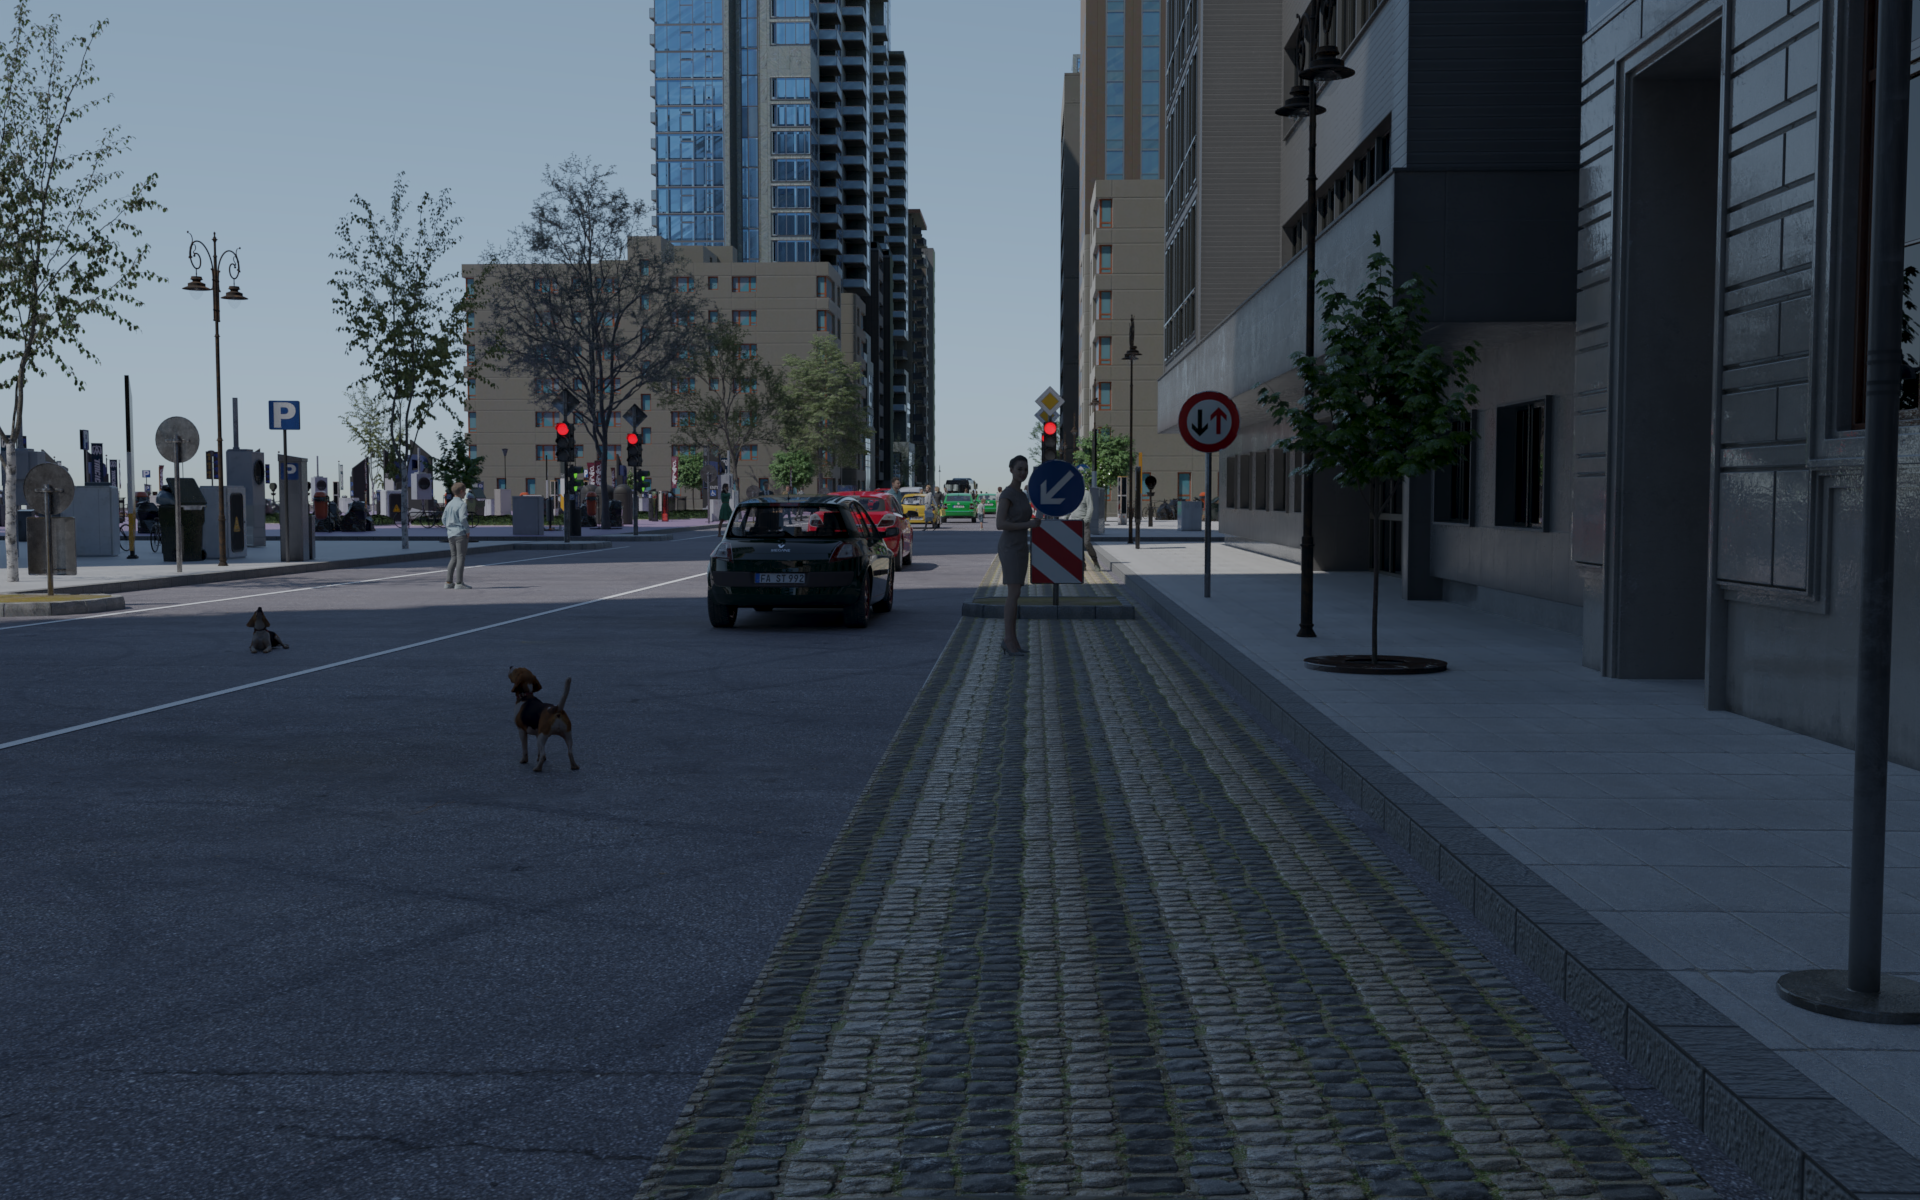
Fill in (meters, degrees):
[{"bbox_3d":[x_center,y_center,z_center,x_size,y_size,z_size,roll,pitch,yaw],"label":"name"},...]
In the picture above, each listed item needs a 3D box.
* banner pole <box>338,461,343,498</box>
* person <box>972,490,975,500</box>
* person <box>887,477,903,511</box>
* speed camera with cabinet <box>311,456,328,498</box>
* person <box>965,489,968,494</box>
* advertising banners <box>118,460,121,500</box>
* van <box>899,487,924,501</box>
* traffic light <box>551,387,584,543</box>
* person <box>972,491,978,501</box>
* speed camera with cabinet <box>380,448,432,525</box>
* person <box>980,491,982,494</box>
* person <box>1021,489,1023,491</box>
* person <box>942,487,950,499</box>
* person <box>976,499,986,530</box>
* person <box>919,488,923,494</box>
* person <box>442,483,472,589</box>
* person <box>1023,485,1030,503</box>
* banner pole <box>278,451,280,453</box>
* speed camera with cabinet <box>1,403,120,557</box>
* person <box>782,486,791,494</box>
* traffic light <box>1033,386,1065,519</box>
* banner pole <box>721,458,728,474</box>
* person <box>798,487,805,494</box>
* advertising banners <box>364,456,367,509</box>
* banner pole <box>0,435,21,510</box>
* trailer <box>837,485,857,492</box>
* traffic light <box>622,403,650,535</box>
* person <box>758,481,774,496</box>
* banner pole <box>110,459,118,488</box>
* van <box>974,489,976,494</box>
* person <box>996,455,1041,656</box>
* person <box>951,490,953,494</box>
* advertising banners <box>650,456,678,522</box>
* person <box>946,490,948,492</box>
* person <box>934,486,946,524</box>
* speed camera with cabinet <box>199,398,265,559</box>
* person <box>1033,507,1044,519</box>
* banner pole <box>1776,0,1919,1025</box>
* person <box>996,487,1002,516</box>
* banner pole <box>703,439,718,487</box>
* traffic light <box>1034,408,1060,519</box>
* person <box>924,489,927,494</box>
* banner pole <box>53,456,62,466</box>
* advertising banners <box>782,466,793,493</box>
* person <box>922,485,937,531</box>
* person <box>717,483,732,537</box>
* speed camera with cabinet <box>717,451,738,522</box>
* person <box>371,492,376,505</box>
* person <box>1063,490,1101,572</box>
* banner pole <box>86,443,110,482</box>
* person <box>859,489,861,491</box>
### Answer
[{"bbox_3d":[-46.289,-8.530,129.484,0.863,3.779,0.401,3,5,44],"label":"banner pole"},{"bbox_3d":[1.291,-9.405,162.279,0.705,1.823,1.348,-1,4,-13],"label":"person"},{"bbox_3d":[-1.567,-1.927,40.021,0.620,1.820,0.660,2,4,27],"label":"person"},{"bbox_3d":[-33.625,-5.795,89.076,2.038,3.252,0.660,-3,5,-42],"label":"speed camera with cabinet"},{"bbox_3d":[0.467,-6.434,113.977,0.520,1.790,0.573,2,4,32],"label":"person"},{"bbox_3d":[-42.402,-5.567,87.207,0.090,3.025,2.074,-1,4,-17],"label":"advertising banners"},{"bbox_3d":[-2.920,-5.747,100.969,2.013,2.044,4.112,0,4,3],"label":"van"},{"bbox_3d":[-10.375,-3.472,45.685,0.839,4.253,0.868,0,4,2],"label":"traffic light"},{"bbox_3d":[1.387,-8.791,152.955,0.721,1.735,1.217,-3,5,-43],"label":"person"},{"bbox_3d":[-23.465,-4.834,73.367,2.038,3.252,0.660,-3,5,-42],"label":"speed camera with cabinet"},{"bbox_3d":[1.938,-9.539,165.175,0.721,1.736,1.217,-1,4,-21],"label":"person"},{"bbox_3d":[4.497,-7.294,127.734,0.794,1.824,0.713,-1,4,-23],"label":"person"},{"bbox_3d":[-0.864,-6.123,108.381,0.659,1.850,0.755,1,4,19],"label":"person"},{"bbox_3d":[0.844,-3.402,68.800,0.352,1.250,0.332,-1,4,-18],"label":"person"},{"bbox_3d":[-2.091,-5.090,92.469,0.760,1.731,0.466,-1,4,-17],"label":"person"},{"bbox_3d":[-7.552,-0.966,26.097,0.330,1.601,0.589,-3,5,-41],"label":"person"},{"bbox_3d":[2.539,-3.576,67.233,0.793,1.790,0.793,0,4,5],"label":"person"},{"bbox_3d":[-39.337,-6.772,100.745,0.863,3.779,0.401,-2,4,-31],"label":"banner pole"},{"bbox_3d":[-18.352,-2.509,35.356,2.038,3.252,0.660,-1,4,-12],"label":"speed camera with cabinet"},{"bbox_3d":[-8.183,-4.463,81.388,0.836,1.842,0.656,0,4,1],"label":"person"},{"bbox_3d":[2.327,-3.441,45.188,0.839,4.253,0.868,0,4,2],"label":"traffic light"},{"bbox_3d":[-14.428,-7.033,105.009,0.863,3.779,0.401,0,4,7],"label":"banner pole"},{"bbox_3d":[-8.420,-5.101,92.029,0.709,1.813,0.853,3,5,44],"label":"person"},{"bbox_3d":[-27.277,-5.093,79.454,0.090,3.025,2.074,-1,4,-16],"label":"advertising banners"},{"bbox_3d":[-35.175,-4.543,64.296,0.863,3.779,0.401,0,4,-5],"label":"banner pole"},{"bbox_3d":[-7.293,-6.356,110.975,1.471,1.999,3.904,0,4,2],"label":"trailer"},{"bbox_3d":[-10.051,-3.960,53.664,0.839,4.253,0.868,0,4,2],"label":"traffic light"},{"bbox_3d":[-6.045,-2.827,54.495,0.659,1.850,0.755,-1,4,-16],"label":"person"},{"bbox_3d":[-53.836,-7.329,109.846,0.863,3.779,0.401,-3,4,-39],"label":"banner pole"},{"bbox_3d":[1.074,-13.382,223.181,2.240,2.365,5.245,0,4,3],"label":"van"},{"bbox_3d":[0.521,-0.406,15.485,0.374,1.781,0.599,2,4,25],"label":"person"},{"bbox_3d":[-0.744,-8.039,140.469,0.617,1.759,0.750,-2,4,-35],"label":"person"},{"bbox_3d":[-13.683,-5.138,80.198,2.074,3.025,0.090,3,5,42],"label":"advertising banners"},{"bbox_3d":[-1.135,-7.101,125.268,0.598,1.740,0.731,0,3,0],"label":"person"},{"bbox_3d":[-1.233,-4.479,81.947,0.699,1.804,1.509,-2,4,-25],"label":"person"},{"bbox_3d":[-14.651,-2.481,34.898,0.660,3.252,2.038,0,4,-1],"label":"speed camera with cabinet"},{"bbox_3d":[2.958,-3.247,62.345,0.760,1.731,0.466,1,4,20],"label":"person"},{"bbox_3d":[2.511,-0.874,4.311,0.863,3.779,0.401,-1,4,-12],"label":"banner pole"},{"bbox_3d":[1.809,-4.023,74.840,0.480,1.755,0.524,2,4,34],"label":"person"},{"bbox_3d":[-11.453,-5.406,78.405,0.401,3.779,0.863,1,4,13],"label":"banner pole"},{"bbox_3d":[2.650,-3.929,53.166,0.839,4.253,0.868,0,4,2],"label":"traffic light"},{"bbox_3d":[-2.351,-6.863,120.810,0.767,1.812,0.694,-1,4,-22],"label":"person"},{"bbox_3d":[-59.706,-7.621,114.612,0.863,3.779,0.401,1,4,22],"label":"banner pole"},{"bbox_3d":[-10.808,-6.867,108.461,0.090,3.025,2.074,1,4,13],"label":"advertising banners"},{"bbox_3d":[-1.182,-3.593,67.599,0.624,1.780,0.694,0,3,0],"label":"person"},{"bbox_3d":[-7.843,-3.005,57.873,0.529,1.795,0.600,0,4,5],"label":"person"},{"bbox_3d":[-10.657,-5.211,79.528,0.660,3.252,2.038,0,4,4],"label":"speed camera with cabinet"},{"bbox_3d":[-71.780,-12.408,212.302,0.756,1.711,0.436,-1,4,-16],"label":"person"},{"bbox_3d":[2.186,-1.405,31.961,0.515,1.767,0.782,-3,5,-43],"label":"person"},{"bbox_3d":[-37.234,-5.164,74.447,0.863,3.779,0.401,-3,4,-38],"label":"banner pole"},{"bbox_3d":[-6.924,-6.790,119.852,0.374,1.781,0.599,2,4,29],"label":"person"}]
